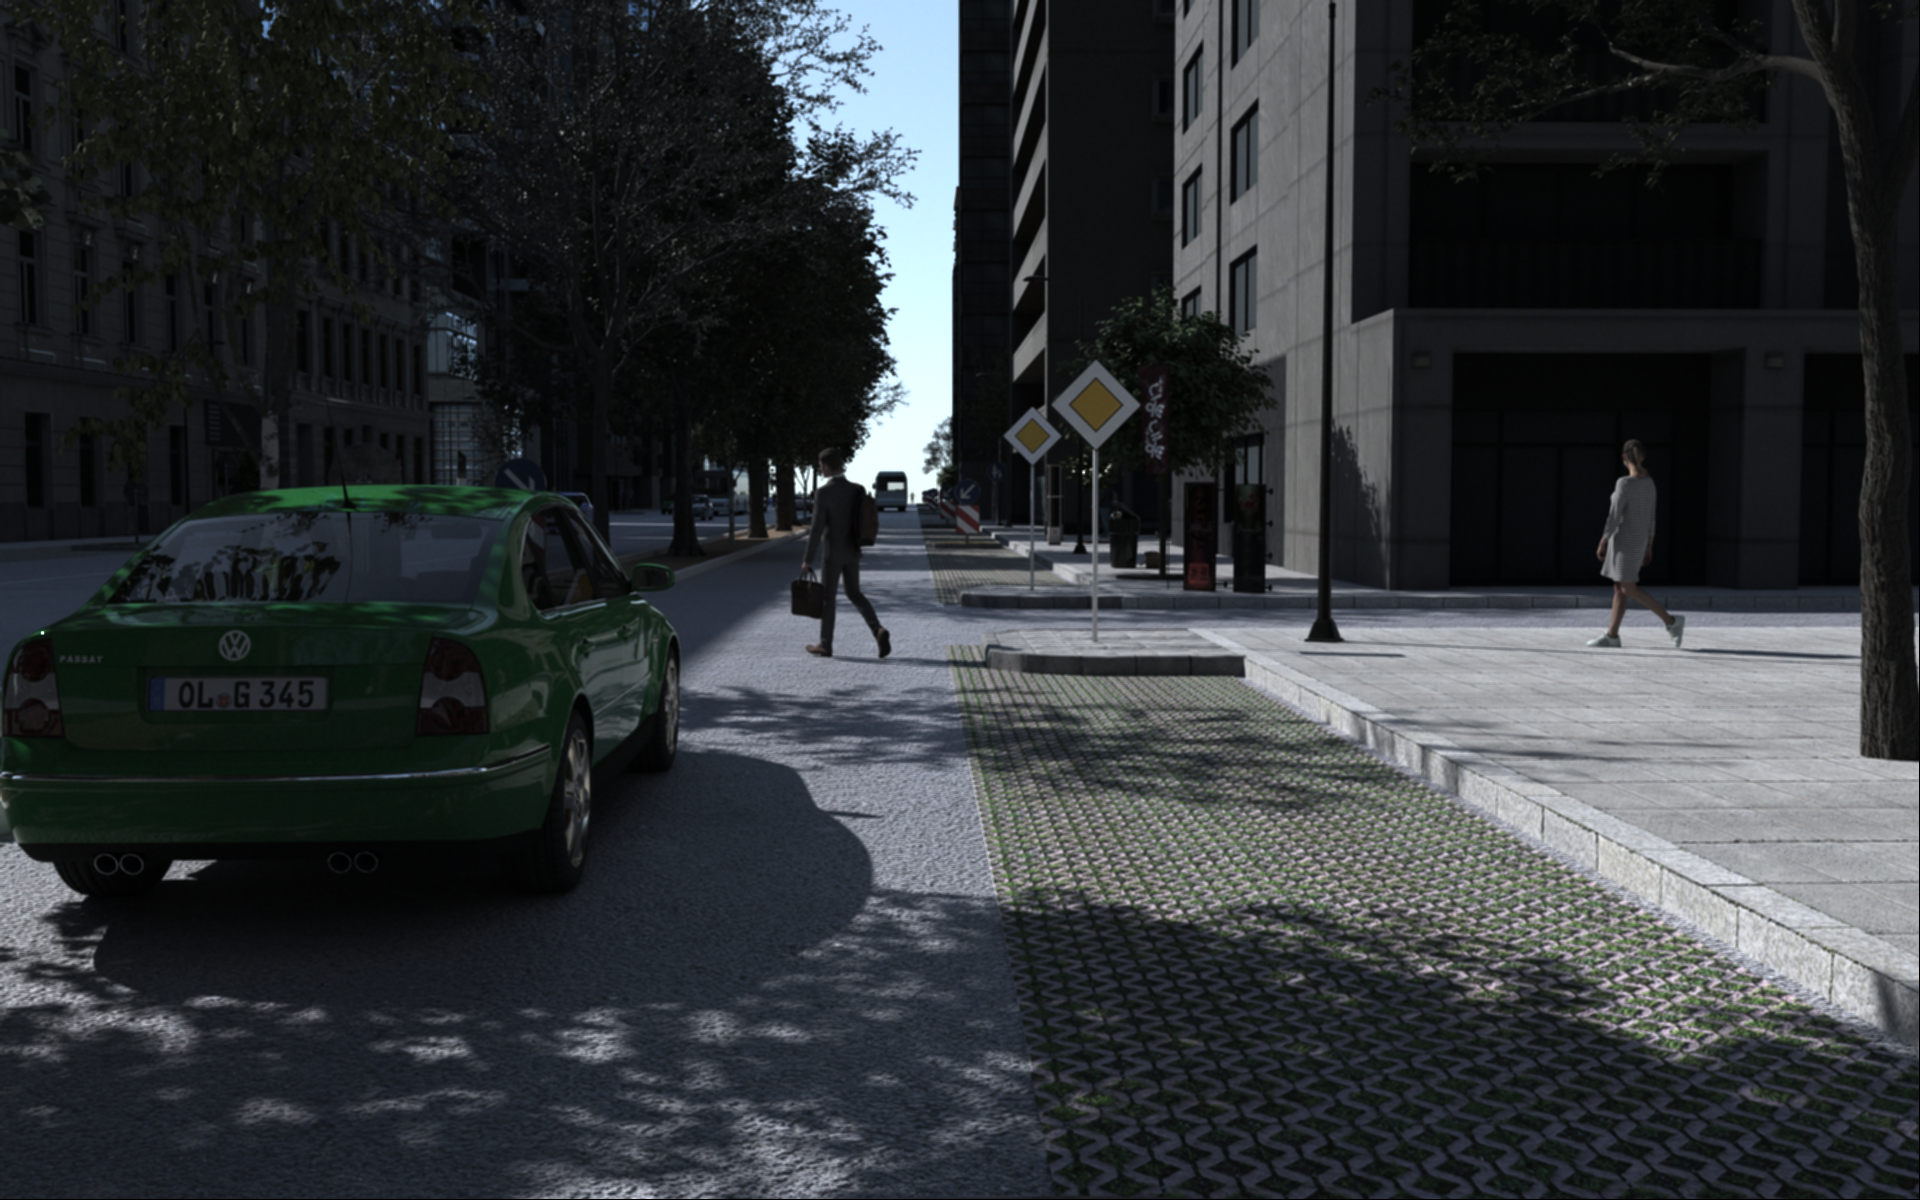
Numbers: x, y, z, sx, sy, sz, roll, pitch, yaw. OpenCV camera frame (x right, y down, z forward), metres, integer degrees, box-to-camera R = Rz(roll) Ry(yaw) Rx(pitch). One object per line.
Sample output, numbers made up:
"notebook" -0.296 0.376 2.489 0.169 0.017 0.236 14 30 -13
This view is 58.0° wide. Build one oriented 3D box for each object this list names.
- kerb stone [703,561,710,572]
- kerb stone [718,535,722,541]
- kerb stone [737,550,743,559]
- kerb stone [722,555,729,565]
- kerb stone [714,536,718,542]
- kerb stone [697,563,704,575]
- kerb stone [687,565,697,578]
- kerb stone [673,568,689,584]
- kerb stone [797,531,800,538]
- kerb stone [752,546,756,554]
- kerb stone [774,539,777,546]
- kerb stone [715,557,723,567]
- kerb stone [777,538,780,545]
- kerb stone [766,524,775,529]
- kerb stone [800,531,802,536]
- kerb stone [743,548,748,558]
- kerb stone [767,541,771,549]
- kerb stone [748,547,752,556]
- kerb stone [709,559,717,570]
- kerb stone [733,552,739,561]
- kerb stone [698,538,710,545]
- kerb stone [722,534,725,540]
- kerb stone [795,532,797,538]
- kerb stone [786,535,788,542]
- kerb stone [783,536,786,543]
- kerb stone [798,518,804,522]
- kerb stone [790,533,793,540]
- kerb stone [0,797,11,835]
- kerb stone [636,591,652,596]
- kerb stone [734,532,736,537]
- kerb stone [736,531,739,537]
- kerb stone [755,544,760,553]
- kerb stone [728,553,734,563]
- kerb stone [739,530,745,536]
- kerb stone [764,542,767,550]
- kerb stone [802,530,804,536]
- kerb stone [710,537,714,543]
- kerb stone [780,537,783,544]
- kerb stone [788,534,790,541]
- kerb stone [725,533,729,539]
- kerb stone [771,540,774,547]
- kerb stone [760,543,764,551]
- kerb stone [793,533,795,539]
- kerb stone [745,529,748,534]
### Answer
"kerb stone" -4.751 -0.584 31.808 0.120 0.150 1.000 0 4 -2
"kerb stone" -7.388 -1.838 52.258 0.120 0.150 1.000 0 4 -2
"kerb stone" -4.912 -0.963 37.942 0.120 0.150 1.000 0 4 -2
"kerb stone" -4.825 -0.776 34.877 0.120 0.150 1.000 0 4 -2
"kerb stone" -7.364 -1.769 51.227 0.120 0.150 1.000 0 4 -2
"kerb stone" -4.717 -0.525 30.786 0.120 0.150 1.000 0 4 -2
"kerb stone" -4.692 -0.463 29.764 0.120 0.150 1.000 0 4 -2
"kerb stone" -4.670 -0.398 28.741 0.120 0.150 1.000 0 4 -2
"kerb stone" -5.395 -2.091 56.380 0.120 0.150 1.000 0 4 -2
"kerb stone" -4.987 -1.151 41.023 0.120 0.150 1.000 0 4 -2
"kerb stone" -5.148 -1.527 47.169 0.120 0.150 1.000 0 4 -2
"kerb stone" -4.797 -0.713 33.851 0.120 0.150 1.000 0 4 -2
"kerb stone" -5.177 -1.590 48.190 0.120 0.150 1.000 0 4 -2
"kerb stone" -7.929 -3.091 72.727 0.120 0.150 1.000 0 4 -2
"kerb stone" -5.423 -2.152 57.411 0.120 0.150 1.000 0 4 -2
"kerb stone" -4.934 -1.026 38.964 0.120 0.150 1.000 0 4 -2
"kerb stone" -5.101 -1.402 45.117 0.120 0.150 1.000 0 4 -2
"kerb stone" -4.961 -1.088 39.993 0.120 0.150 1.000 0 4 -2
"kerb stone" -4.774 -0.650 32.829 0.120 0.150 1.000 0 4 -2
"kerb stone" -4.887 -0.894 36.921 0.120 0.150 1.000 0 4 -2
"kerb stone" -7.305 -1.651 49.183 0.120 0.150 1.000 0 4 -2
"kerb stone" -7.423 -1.895 53.288 0.120 0.150 1.000 0 4 -2
"kerb stone" -5.371 -2.028 55.359 0.120 0.150 1.000 0 4 -2
"kerb stone" -5.261 -1.774 51.267 0.120 0.150 1.000 0 4 -2
"kerb stone" -5.227 -1.715 50.237 0.120 0.150 1.000 0 4 -2
"kerb stone" -8.472 -4.344 93.226 0.120 0.150 1.000 0 4 -2
"kerb stone" -5.311 -1.902 53.313 0.120 0.150 1.000 0 4 -2
"kerb stone" -4.107 0.892 7.685 0.120 0.150 1.000 0 4 -2
"kerb stone" -4.552 -0.149 24.646 0.120 0.150 1.000 0 4 -2
"kerb stone" -7.492 -2.090 56.366 0.120 0.150 1.000 0 4 -2
"kerb stone" -7.523 -2.152 57.387 0.120 0.150 1.000 0 4 -2
"kerb stone" -5.020 -1.214 42.044 0.120 0.150 1.000 0 4 -2
"kerb stone" -4.853 -0.833 35.898 0.120 0.150 1.000 0 4 -2
"kerb stone" -7.574 -2.277 59.431 0.120 0.150 1.000 0 4 -2
"kerb stone" -5.071 -1.331 44.096 0.120 0.150 1.000 0 4 -2
"kerb stone" -5.448 -2.217 58.439 0.120 0.150 1.000 0 4 -2
"kerb stone" -7.334 -1.708 50.206 0.120 0.150 1.000 0 4 -2
"kerb stone" -5.204 -1.653 49.215 0.120 0.150 1.000 0 4 -2
"kerb stone" -5.291 -1.838 52.290 0.120 0.150 1.000 0 4 -2
"kerb stone" -7.447 -1.963 54.321 0.120 0.150 1.000 0 4 -2
"kerb stone" -5.122 -1.465 46.147 0.120 0.150 1.000 0 4 -2
"kerb stone" -5.039 -1.277 43.068 0.120 0.150 1.000 0 4 -2
"kerb stone" -5.343 -1.964 54.337 0.120 0.150 1.000 0 4 -2
"kerb stone" -7.604 -2.340 60.453 0.120 0.150 1.000 0 4 -2
